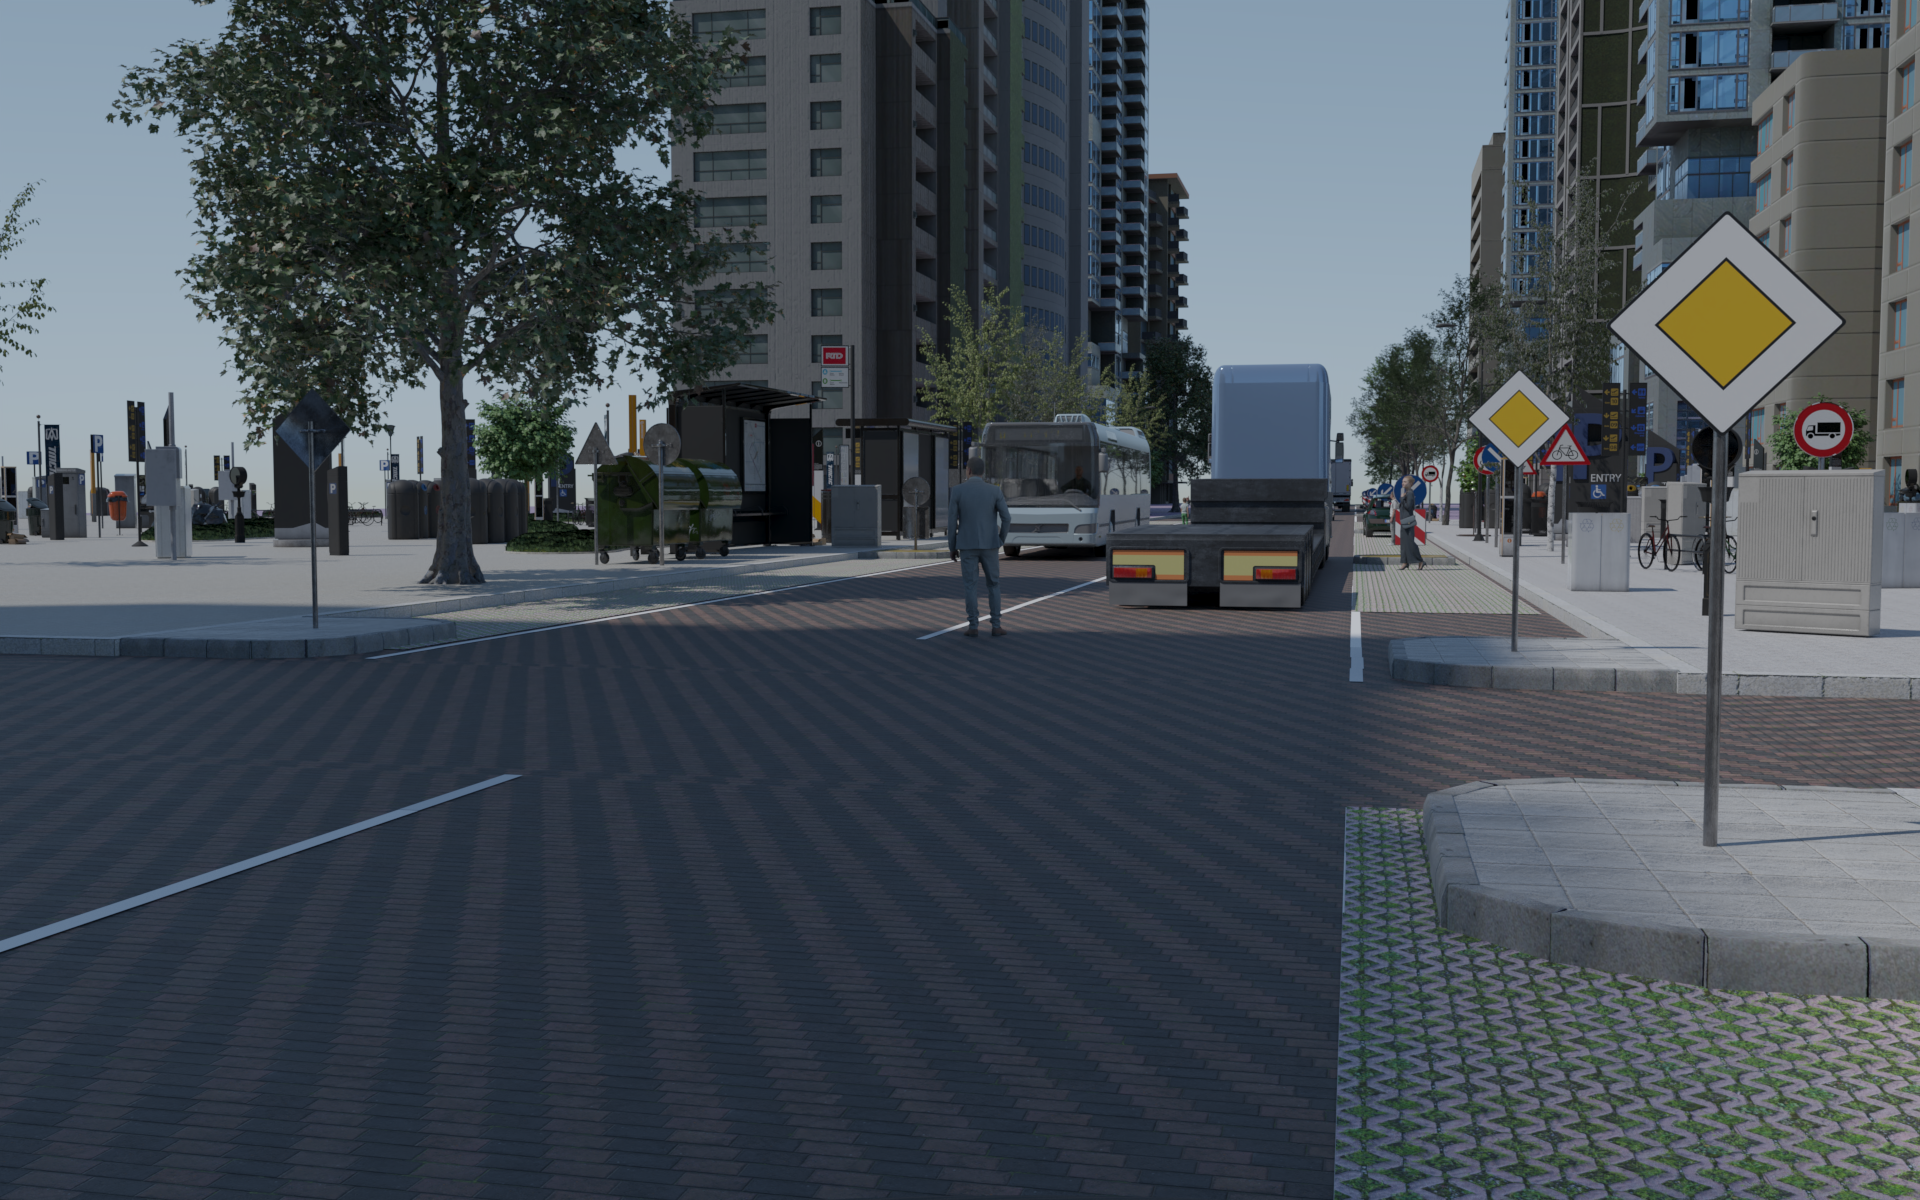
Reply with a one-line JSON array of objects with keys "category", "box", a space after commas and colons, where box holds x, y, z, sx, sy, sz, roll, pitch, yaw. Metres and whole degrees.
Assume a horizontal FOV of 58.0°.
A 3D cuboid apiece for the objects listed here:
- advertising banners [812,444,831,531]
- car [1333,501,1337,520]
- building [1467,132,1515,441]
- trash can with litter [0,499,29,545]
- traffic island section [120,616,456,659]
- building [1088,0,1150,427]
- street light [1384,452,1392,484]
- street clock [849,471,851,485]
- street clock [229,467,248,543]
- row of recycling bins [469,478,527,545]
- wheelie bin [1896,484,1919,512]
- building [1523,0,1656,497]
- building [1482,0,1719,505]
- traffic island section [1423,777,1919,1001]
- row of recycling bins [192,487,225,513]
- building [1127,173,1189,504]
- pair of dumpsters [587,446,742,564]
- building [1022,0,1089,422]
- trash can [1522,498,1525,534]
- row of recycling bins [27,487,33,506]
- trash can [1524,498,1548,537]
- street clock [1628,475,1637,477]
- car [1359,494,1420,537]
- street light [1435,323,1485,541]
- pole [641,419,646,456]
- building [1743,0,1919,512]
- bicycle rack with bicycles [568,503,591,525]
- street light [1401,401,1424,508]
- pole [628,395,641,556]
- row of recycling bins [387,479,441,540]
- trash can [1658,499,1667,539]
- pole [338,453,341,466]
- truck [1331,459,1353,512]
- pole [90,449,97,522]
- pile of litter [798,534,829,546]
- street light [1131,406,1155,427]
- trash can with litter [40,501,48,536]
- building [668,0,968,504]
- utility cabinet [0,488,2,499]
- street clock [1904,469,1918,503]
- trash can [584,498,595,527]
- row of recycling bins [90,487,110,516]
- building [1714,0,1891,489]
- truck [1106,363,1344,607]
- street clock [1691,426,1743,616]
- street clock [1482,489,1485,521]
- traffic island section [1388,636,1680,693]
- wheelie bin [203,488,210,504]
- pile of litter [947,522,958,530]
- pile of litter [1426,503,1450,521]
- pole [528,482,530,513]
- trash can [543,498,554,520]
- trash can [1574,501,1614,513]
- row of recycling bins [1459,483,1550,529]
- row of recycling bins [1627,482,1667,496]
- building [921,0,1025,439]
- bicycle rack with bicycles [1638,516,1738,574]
[{"category": "advertising banners", "box": [-4.516, -3.868, 59.437, 2.074, 3.025, 0.090, 1, 4, 15]}, {"category": "car", "box": [19.268, -5.109, 93.318, 2.009, 1.686, 4.222, 1, 4, 15]}, {"category": "building", "box": [78.259, -36.862, 226.401, 21.300, 48.544, 21.600, 1, 4, 13]}, {"category": "trash can with litter", "box": [-24.227, -2.008, 44.221, 1.055, 1.170, 0.624, 1, 4, 22]}, {"category": "traffic island section", "box": [-6.180, 0.350, 16.554, 2.009, 0.180, 2.903, 1, 4, 13]}, {"category": "building", "box": [11.386, -54.389, 201.936, 22.319, 86.520, 31.000, 1, 4, 13]}, {"category": "street light", "box": [30.817, -9.169, 122.448, 1.470, 5.913, 1.316, 1, 4, 13]}, {"category": "street clock", "box": [-3.487, -3.037, 54.221, 0.358, 2.002, 0.471, -1, 4, -9]}, {"category": "street clock", "box": [-19.014, -2.514, 45.682, 0.471, 2.002, 0.358, 2, 4, 33]}, {"category": "row of recycling bins", "box": [-12.315, -2.357, 45.642, 1.069, 1.692, 3.534, 0, 4, 7]}, {"category": "wheelie bin", "box": [27.821, -2.613, 50.629, 0.693, 1.594, 0.980, 0, 4, 3]}, {"category": "building", "box": [55.944, -42.575, 134.345, 20.563, 71.187, 20.611, 1, 4, 13]}, {"category": "building", "box": [71.789, -54.248, 199.621, 22.319, 86.520, 31.000, 1, 4, 13]}, {"category": "traffic island section", "box": [2.757, 0.976, 6.326, 2.009, 0.180, 2.903, 1, 4, 13]}, {"category": "row of recycling bins", "box": [-42.066, -5.352, 94.625, 3.534, 1.692, 1.069, -1, 4, -15]}, {"category": "building", "box": [18.839, -35.342, 232.459, 22.147, 44.769, 28.867, 1, 4, 13]}, {"category": "pair of dumpsters", "box": [-5.677, -1.901, 33.577, 1.574, 2.255, 4.437, 1, 4, 13]}, {"category": "building", "box": [-2.353, -36.370, 136.656, 21.231, 58.520, 28.212, 1, 4, 13]}, {"category": "trash can", "box": [18.222, -2.707, 55.907, 0.748, 1.137, 0.748, 0, 3, 0]}, {"category": "row of recycling bins", "box": [-42.617, -4.520, 81.008, 1.069, 1.692, 3.534, 0, 4, -6]}, {"category": "trash can", "box": [17.543, -2.482, 52.233, 0.748, 1.137, 0.748, 0, 3, 0]}, {"category": "street clock", "box": [26.197, -3.850, 67.517, 0.358, 2.002, 0.471, -2, 4, -29]}, {"category": "car", "box": [14.446, -2.956, 58.118, 2.009, 1.686, 4.222, 1, 4, 11]}, {"category": "street light", "box": [13.617, -4.563, 47.140, 1.470, 5.913, 1.316, 1, 4, 13]}, {"category": "pole", "box": [-8.665, -3.276, 47.402, 0.158, 3.312, 0.155, 0, 3, 0]}, {"category": "building", "box": [45.184, -13.125, 59.635, 27.650, 21.520, 28.899, 1, 4, 13]}, {"category": "bicycle rack with bicycles", "box": [-15.142, -3.559, 71.572, 2.852, 0.926, 2.925, 1, 4, 22]}, {"category": "street light", "box": [22.476, -6.947, 86.126, 1.470, 5.913, 1.316, 1, 4, 13]}, {"category": "pole", "box": [-6.724, -2.558, 35.661, 0.158, 3.312, 0.155, 0, 3, 0]}, {"category": "row of recycling bins", "box": [-15.634, -2.632, 50.138, 1.069, 1.692, 3.534, 0, 4, 5]}, {"category": "trash can", "box": [19.368, -2.167, 47.081, 0.748, 1.137, 0.748, 0, 3, 0]}, {"category": "pole", "box": [-30.921, -5.669, 86.524, 0.158, 3.312, 0.155, 0, 3, 0]}, {"category": "truck", "box": [31.137, -9.453, 143.466, 2.839, 4.237, 11.283, 1, 4, 12]}, {"category": "pole", "box": [-39.595, -5.215, 79.110, 0.158, 3.312, 0.155, 0, 3, 0]}, {"category": "pile of litter", "box": [-3.912, -1.830, 43.889, 1.176, 0.858, 1.719, 0, 4, 5]}, {"category": "street light", "box": [9.637, -7.302, 91.934, 1.470, 5.913, 1.316, 1, 4, 13]}, {"category": "trash can with litter", "box": [-28.095, -2.552, 53.115, 1.055, 1.170, 0.624, 1, 4, 20]}, {"category": "building", "box": [-7.885, -20.180, 101.644, 14.160, 30.474, 14.107, 1, 4, 13]}, {"category": "utility cabinet", "box": [-34.887, -3.307, 62.750, 0.318, 1.500, 1.173, 3, 5, 43]}, {"category": "street clock", "box": [27.362, -2.770, 49.863, 0.358, 2.002, 0.471, 1, 4, 16]}, {"category": "trash can", "box": [-14.205, -3.395, 67.158, 0.748, 1.137, 0.748, 0, 3, 0]}, {"category": "row of recycling bins", "box": [-50.981, -5.844, 102.656, 1.069, 1.692, 3.534, -1, 4, -22]}, {"category": "building", "box": [51.496, -48.632, 107.809, 22.319, 86.520, 31.000, 1, 4, 13]}, {"category": "truck", "box": [5.107, -2.478, 30.278, 2.967, 4.110, 18.799, 1, 4, 13]}, {"category": "street clock", "box": [7.944, -0.835, 18.222, 0.471, 2.002, 0.358, 2, 4, 31]}, {"category": "street clock", "box": [25.019, -4.799, 83.027, 0.471, 2.002, 0.358, -1, 4, -10]}, {"category": "traffic island section", "box": [4.535, 0.500, 14.111, 2.009, 0.180, 2.903, 1, 4, 13]}, {"category": "wheelie bin", "box": [-42.552, -5.494, 97.738, 0.693, 1.594, 0.980, 1, 4, 12]}, {"category": "pile of litter", "box": [-0.748, -2.949, 62.184, 1.719, 0.858, 1.176, -1, 4, -9]}, {"category": "pile of litter", "box": [22.692, -4.176, 82.237, 1.719, 0.858, 1.176, -2, 4, -31]}, {"category": "pole", "box": [-23.069, -6.029, 92.419, 0.158, 3.312, 0.155, 0, 3, 0]}, {"category": "trash can", "box": [-15.571, -3.259, 64.934, 0.748, 1.137, 0.748, 0, 3, 0]}, {"category": "trash can", "box": [12.622, -1.398, 34.507, 0.748, 1.137, 0.748, 0, 3, 0]}, {"category": "row of recycling bins", "box": [20.360, -3.497, 64.288, 3.534, 1.692, 1.069, 1, 4, 17]}, {"category": "row of recycling bins", "box": [23.360, -3.057, 57.095, 3.534, 1.692, 1.069, 2, 4, 26]}, {"category": "building", "box": [-3.886, -26.413, 115.444, 14.154, 41.232, 14.086, 1, 4, 13]}, {"category": "bicycle rack with bicycles", "box": [12.668, -0.913, 28.305, 2.852, 0.926, 2.925, 0, 4, 4]}]
